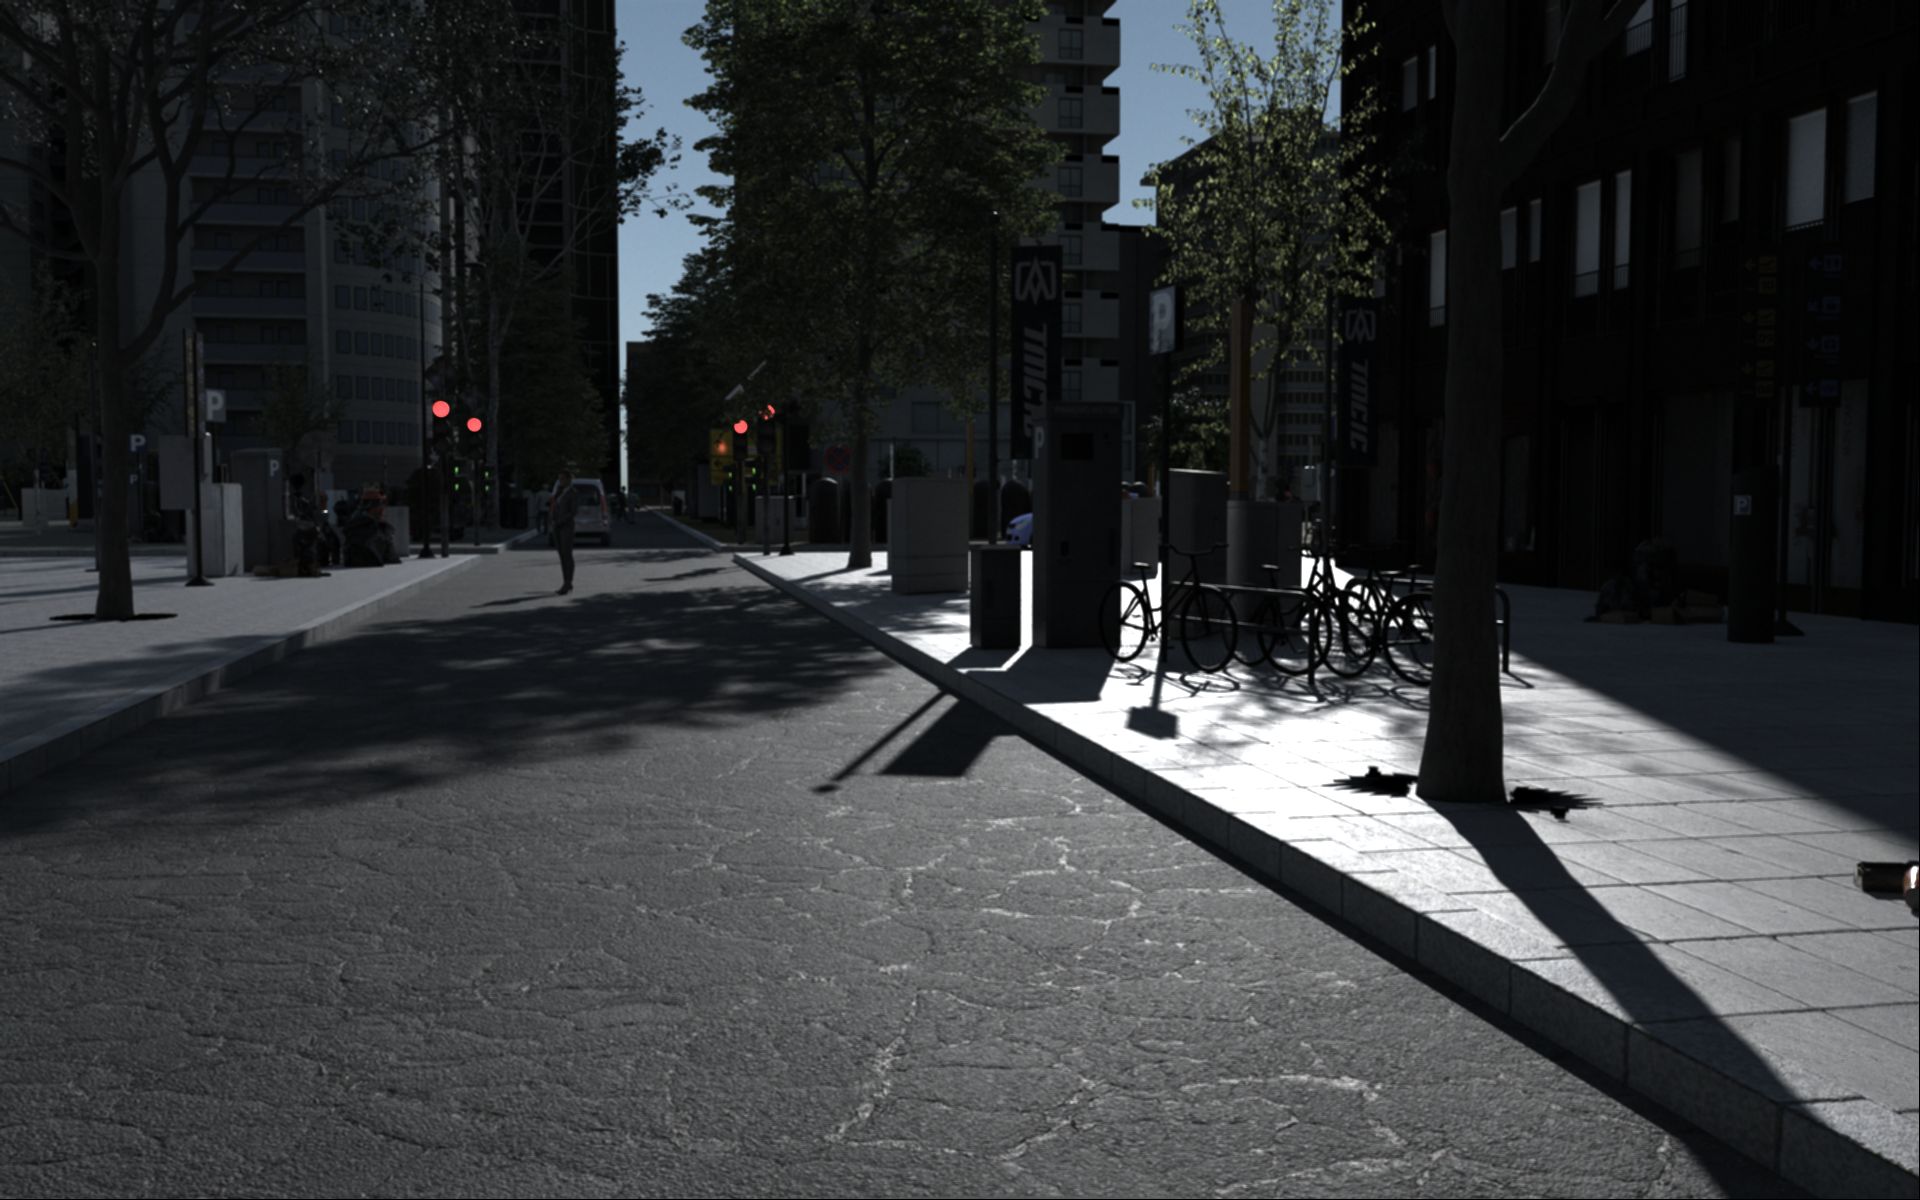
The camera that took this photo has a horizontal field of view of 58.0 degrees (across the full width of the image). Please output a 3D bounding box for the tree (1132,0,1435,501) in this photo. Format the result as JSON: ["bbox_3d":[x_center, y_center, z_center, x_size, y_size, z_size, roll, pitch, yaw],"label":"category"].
[{"bbox_3d":[4.157,-4.460,23.290,4.360,8.622,3.978,0,3,0],"label":"tree"}]

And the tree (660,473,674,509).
[{"bbox_3d":[-24.535,-9.365,147.715,1.663,3.219,1.824,0,3,0],"label":"tree"}]

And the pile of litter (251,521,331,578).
[{"bbox_3d":[-10.441,-0.799,27.027,1.176,0.858,1.719,-1,4,-18],"label":"pile of litter"}]

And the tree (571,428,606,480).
[{"bbox_3d":[-39.350,-14.085,180.651,4.360,8.622,3.978,0,3,0],"label":"tree"}]

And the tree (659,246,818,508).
[{"bbox_3d":[-5.748,-6.075,49.688,4.737,8.622,4.395,0,3,0],"label":"tree"}]

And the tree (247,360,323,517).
[{"bbox_3d":[-37.181,-8.874,95.450,4.360,8.622,3.978,0,3,0],"label":"tree"}]

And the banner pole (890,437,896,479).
[{"bbox_3d":[-2.913,-5.211,75.218,0.401,3.779,0.863,1,4,16],"label":"banner pole"}]

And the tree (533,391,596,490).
[{"bbox_3d":[-26.900,-10.157,116.431,4.737,8.622,4.395,0,3,0],"label":"tree"}]

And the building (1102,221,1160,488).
[{"bbox_3d":[12.740,-25.396,186.925,14.107,30.474,14.160,-1,4,-11],"label":"building"}]

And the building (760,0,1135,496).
[{"bbox_3d":[-2.366,-34.116,147.027,28.713,52.752,27.495,-1,4,-11],"label":"building"}]

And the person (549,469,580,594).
[{"bbox_3d":[-5.766,-0.993,25.016,0.520,1.790,0.573,2,4,26],"label":"person"}]

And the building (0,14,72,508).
[{"bbox_3d":[-94.570,-44.214,161.159,20.611,71.187,20.563,-1,4,-11],"label":"building"}]

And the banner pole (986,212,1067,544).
[{"bbox_3d":[0.519,-1.556,15.453,0.863,3.779,0.401,1,4,13],"label":"banner pole"}]

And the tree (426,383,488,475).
[{"bbox_3d":[-29.431,-9.293,102.304,4.360,8.622,3.978,0,3,0],"label":"tree"}]

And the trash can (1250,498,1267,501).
[{"bbox_3d":[9.847,-2.817,57.715,0.748,1.137,0.748,0,3,0],"label":"trash can"}]

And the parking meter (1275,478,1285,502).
[{"bbox_3d":[11.984,-3.617,64.851,0.255,1.863,0.399,-1,4,-13],"label":"parking meter"}]

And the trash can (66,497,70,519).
[{"bbox_3d":[-46.635,-4.802,90.169,0.748,1.137,0.748,0,3,0],"label":"trash can"}]

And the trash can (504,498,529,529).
[{"bbox_3d":[-16.117,-3.162,63.345,0.748,1.137,0.748,0,3,0],"label":"trash can"}]

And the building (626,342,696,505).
[{"bbox_3d":[-28.185,-23.132,223.251,28.899,21.520,27.650,-1,4,-11],"label":"building"}]

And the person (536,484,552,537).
[{"bbox_3d":[-13.701,-2.969,57.525,0.782,1.767,0.515,-1,4,-20],"label":"person"}]

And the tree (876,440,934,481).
[{"bbox_3d":[-3.246,-7.325,103.485,4.285,4.588,4.351,0,3,0],"label":"tree"}]

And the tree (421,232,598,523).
[{"bbox_3d":[-19.567,-9.653,75.960,7.486,12.596,7.792,0,3,0],"label":"tree"}]

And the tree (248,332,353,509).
[{"bbox_3d":[-30.411,-7.920,79.860,4.737,8.622,4.395,0,3,0],"label":"tree"}]

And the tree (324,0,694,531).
[{"bbox_3d":[-15.875,-12.566,61.346,12.611,20.169,13.585,0,3,0],"label":"tree"}]

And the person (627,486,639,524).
[{"bbox_3d":[-15.742,-4.565,83.331,0.583,1.804,0.606,0,4,-4],"label":"person"}]

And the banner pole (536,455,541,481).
[{"bbox_3d":[-24.004,-6.646,98.679,0.401,3.779,0.863,0,4,6],"label":"banner pole"}]

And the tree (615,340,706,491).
[{"bbox_3d":[-22.263,-14.046,136.306,9.857,13.997,8.962,0,3,0],"label":"tree"}]

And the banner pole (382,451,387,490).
[{"bbox_3d":[-33.716,-6.825,101.601,0.401,3.779,0.863,0,4,-3],"label":"banner pole"}]

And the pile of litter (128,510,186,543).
[{"bbox_3d":[-21.281,-1.935,45.605,1.719,0.858,1.176,-1,4,-11],"label":"pile of litter"}]

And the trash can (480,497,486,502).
[{"bbox_3d":[-21.652,-4.101,78.712,0.748,1.137,0.748,0,3,0],"label":"trash can"}]

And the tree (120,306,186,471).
[{"bbox_3d":[-32.030,-7.126,66.870,4.360,8.622,3.978,0,3,0],"label":"tree"}]

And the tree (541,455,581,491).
[{"bbox_3d":[-30.798,-9.117,132.771,4.285,4.588,4.351,0,3,0],"label":"tree"}]

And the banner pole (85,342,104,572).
[{"bbox_3d":[-14.288,-2.380,28.929,0.401,3.779,0.863,1,4,13],"label":"banner pole"}]

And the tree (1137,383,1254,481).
[{"bbox_3d":[6.977,-4.125,51.161,4.285,4.588,4.351,0,3,0],"label":"tree"}]

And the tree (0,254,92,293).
[{"bbox_3d":[-28.181,-6.227,52.172,4.360,8.622,3.978,0,3,0],"label":"tree"}]

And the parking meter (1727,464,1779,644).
[{"bbox_3d":[6.858,-0.402,14.976,0.372,1.533,0.369,0,3,0],"label":"parking meter"}]

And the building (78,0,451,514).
[{"bbox_3d":[-48.952,-35.693,125.578,21.231,58.520,28.212,-1,4,-11],"label":"building"}]

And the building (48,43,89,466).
[{"bbox_3d":[-77.991,-31.666,167.857,14.200,45.320,14.600,-1,4,-11],"label":"building"}]

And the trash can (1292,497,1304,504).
[{"bbox_3d":[19.036,-5.252,97.529,0.748,1.137,0.748,0,3,0],"label":"trash can"}]

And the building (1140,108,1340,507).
[{"bbox_3d":[33.439,-29.905,180.831,23.993,40.220,32.217,-1,4,-11],"label":"building"}]

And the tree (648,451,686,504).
[{"bbox_3d":[-29.728,-13.680,174.025,4.360,8.622,3.978,0,3,0],"label":"tree"}]

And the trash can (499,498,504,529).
[{"bbox_3d":[-16.820,-3.226,64.403,0.748,1.137,0.748,0,3,0],"label":"trash can"}]

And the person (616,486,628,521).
[{"bbox_3d":[-17.706,-5.068,91.132,0.755,1.850,0.659,-1,4,-13],"label":"person"}]

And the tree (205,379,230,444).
[{"bbox_3d":[-48.662,-9.777,110.223,4.360,8.622,3.978,0,3,0],"label":"tree"}]

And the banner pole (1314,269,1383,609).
[{"bbox_3d":[4.337,-1.799,19.437,0.863,3.779,0.401,-1,4,-15],"label":"banner pole"}]

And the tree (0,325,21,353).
[{"bbox_3d":[-26.850,-5.800,45.189,4.737,8.622,4.395,0,3,0],"label":"tree"}]

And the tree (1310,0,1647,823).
[{"bbox_3d":[2.252,-5.913,7.043,12.009,13.543,11.850,0,3,0],"label":"tree"}]

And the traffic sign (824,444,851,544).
[{"bbox_3d":[-3.118,-2.720,44.570,0.768,2.556,0.104,-1,4,-8],"label":"traffic sign"}]

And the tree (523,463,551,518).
[{"bbox_3d":[-22.480,-5.960,92.055,1.663,3.219,1.824,0,3,0],"label":"tree"}]

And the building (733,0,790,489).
[{"bbox_3d":[-12.008,-38.612,173.299,21.231,58.520,28.212,-1,4,-11],"label":"building"}]

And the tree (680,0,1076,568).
[{"bbox_3d":[-1.452,-6.862,30.314,7.486,12.596,7.792,0,3,0],"label":"tree"}]

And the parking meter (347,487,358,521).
[{"bbox_3d":[-22.012,-3.326,62.790,0.372,1.533,0.369,0,3,0],"label":"parking meter"}]

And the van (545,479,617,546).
[{"bbox_3d":[-10.708,-2.561,48.891,2.013,2.044,4.112,-1,4,-10],"label":"van"}]

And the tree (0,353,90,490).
[{"bbox_3d":[-49.790,-8.808,94.374,4.737,8.622,4.395,0,3,0],"label":"tree"}]

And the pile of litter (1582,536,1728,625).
[{"bbox_3d":[7.140,-0.211,17.411,1.719,0.858,1.176,1,4,11],"label":"pile of litter"}]

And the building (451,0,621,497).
[{"bbox_3d":[-52.743,-47.428,213.700,20.611,71.187,20.563,-1,4,-11],"label":"building"}]

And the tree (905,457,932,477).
[{"bbox_3d":[-2.214,-5.939,91.697,1.663,3.219,1.824,0,3,0],"label":"tree"}]
